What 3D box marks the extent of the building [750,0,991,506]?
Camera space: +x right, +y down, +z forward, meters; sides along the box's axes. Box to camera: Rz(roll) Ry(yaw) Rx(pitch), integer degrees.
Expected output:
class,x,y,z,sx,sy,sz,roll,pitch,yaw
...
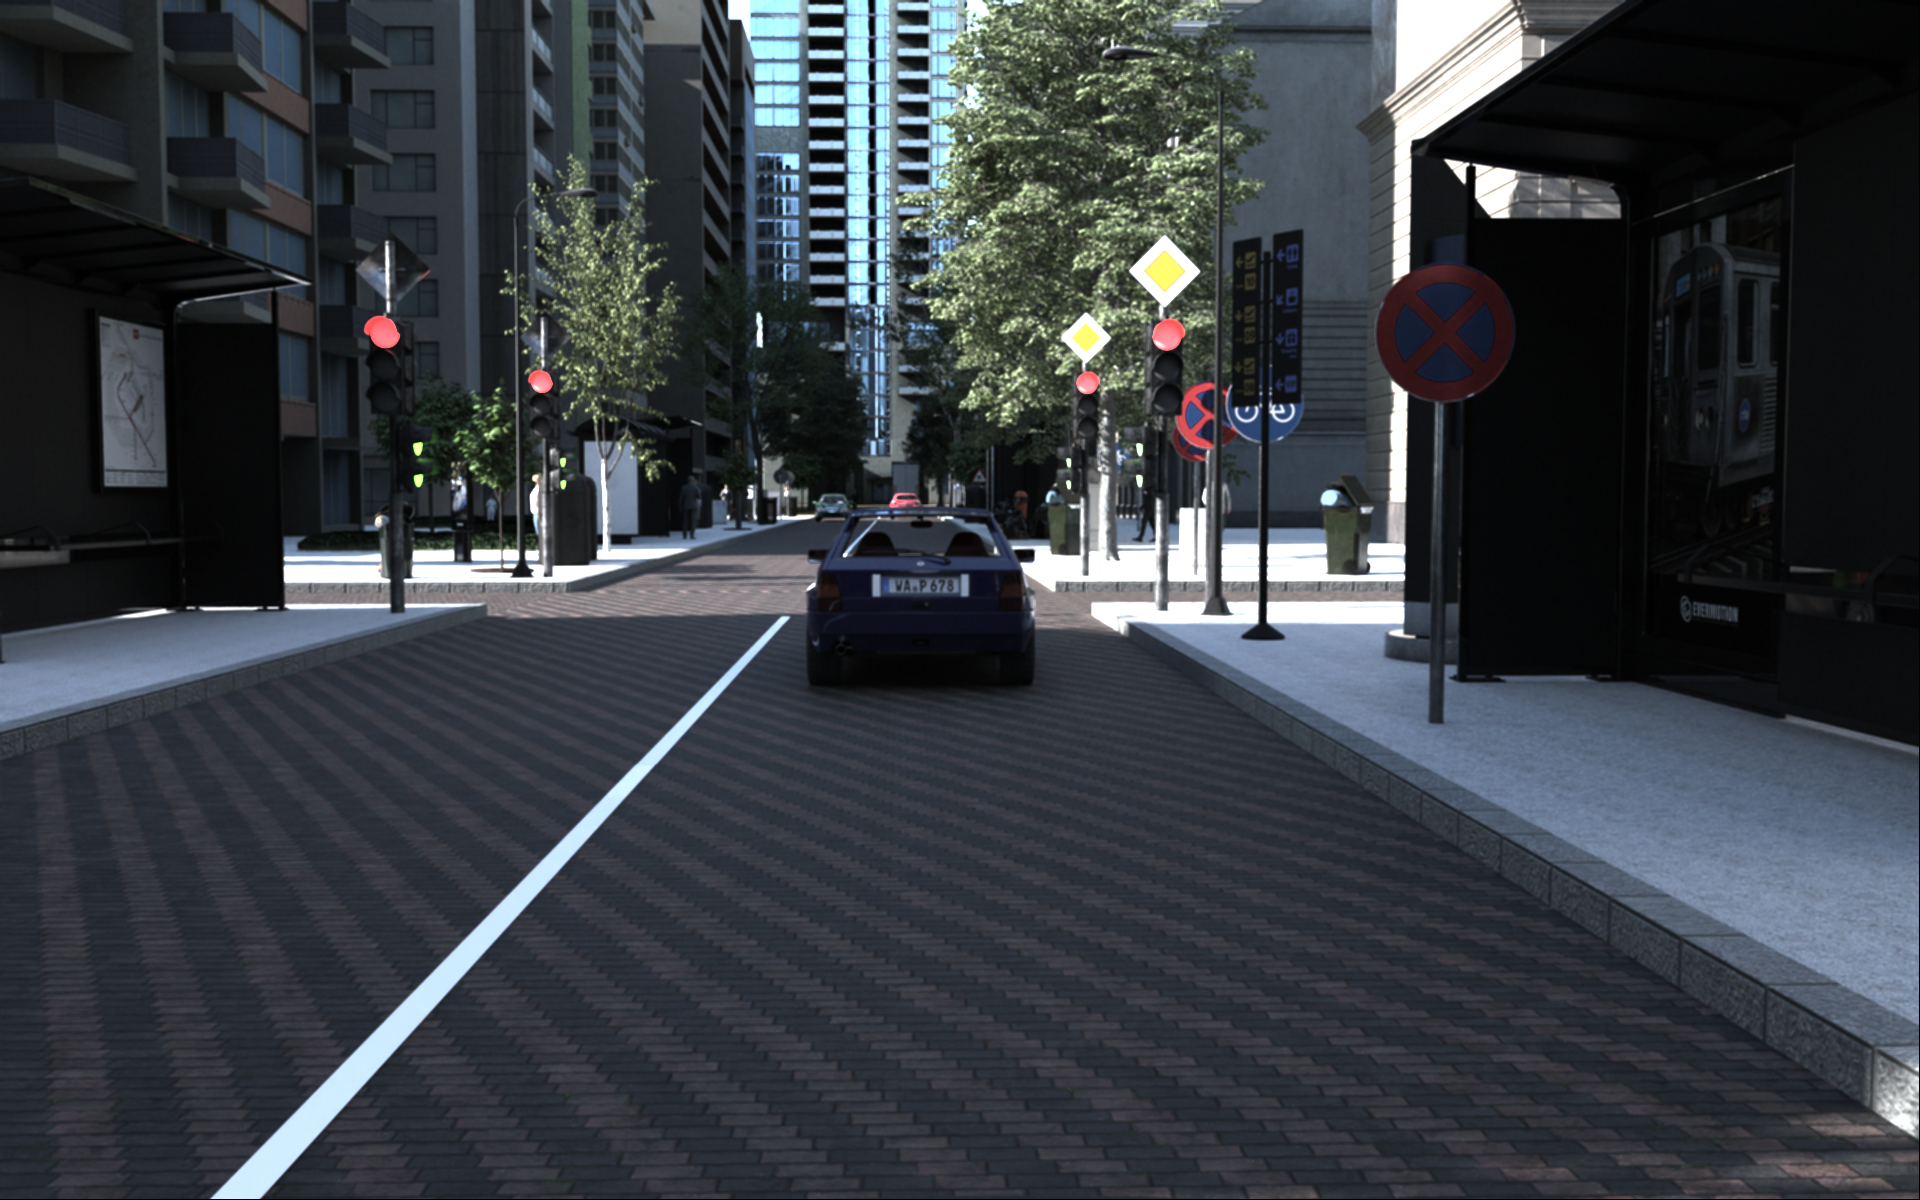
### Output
class,x,y,z,sx,sy,sz,roll,pitch,yaw
building,-12.282,-54.414,202.342,31.000,86.520,22.319,0,4,-2

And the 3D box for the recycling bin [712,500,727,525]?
class,x,y,z,sx,sy,sz,roll,pitch,yaw
recycling bin,-10.362,-3.719,73.354,0.722,1.027,0.722,3,5,40

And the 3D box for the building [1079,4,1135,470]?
class,x,y,z,sx,sy,sz,roll,pitch,yaw
building,18.442,-41.310,113.665,20.563,71.187,20.611,0,4,-2

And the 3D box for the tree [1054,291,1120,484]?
class,x,y,z,sx,sy,sz,roll,pitch,yaw
tree,6.022,-6.712,60.096,4.737,8.622,4.395,0,3,0

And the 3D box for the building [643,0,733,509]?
class,x,y,z,sx,sy,sz,roll,pitch,yaw
building,-29.617,-31.282,135.154,21.300,48.544,21.600,0,4,-2

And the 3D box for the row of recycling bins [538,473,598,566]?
class,x,y,z,sx,sy,sz,roll,pitch,yaw
row of recycling bins,-7.358,-1.548,32.424,1.069,1.692,3.534,-1,4,-9

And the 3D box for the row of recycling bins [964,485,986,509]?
class,x,y,z,sx,sy,sz,roll,pitch,yaw
row of recycling bins,1.607,-4.353,78.292,1.069,1.692,3.534,3,5,44

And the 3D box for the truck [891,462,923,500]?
class,x,y,z,sx,sy,sz,roll,pitch,yaw
truck,-4.760,-10.133,154.589,2.839,4.237,11.283,0,4,-1

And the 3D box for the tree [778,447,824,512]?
class,x,y,z,sx,sy,sz,roll,pitch,yaw
tree,-11.173,-8.447,121.819,4.285,4.588,4.351,0,3,0

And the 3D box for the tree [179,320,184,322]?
class,x,y,z,sx,sy,sz,roll,pitch,yaw
tree,-14.037,-2.884,30.863,4.285,4.588,4.351,0,3,0

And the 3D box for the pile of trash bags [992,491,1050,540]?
class,x,y,z,sx,sy,sz,roll,pitch,yaw
pile of trash bags,1.864,-2.478,50.263,1.912,1.369,3.447,0,4,-3

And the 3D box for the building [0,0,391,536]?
class,x,y,z,sx,sy,sz,roll,pitch,yaw
building,-28.818,-23.980,46.695,22.147,44.769,28.867,0,4,-2

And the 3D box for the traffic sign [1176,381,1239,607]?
class,x,y,z,sx,sy,sz,roll,pitch,yaw
traffic sign,2.815,-1.191,19.572,0.768,2.556,0.104,0,4,7

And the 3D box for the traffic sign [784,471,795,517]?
class,x,y,z,sx,sy,sz,roll,pitch,yaw
traffic sign,-9.435,-5.802,94.968,0.768,2.556,0.104,0,4,1

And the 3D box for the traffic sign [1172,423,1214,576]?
class,x,y,z,sx,sy,sz,roll,pitch,yaw
traffic sign,3.699,-1.652,27.118,0.768,2.556,0.104,0,4,7

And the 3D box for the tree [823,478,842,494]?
class,x,y,z,sx,sy,sz,roll,pitch,yaw
tree,-11.332,-9.634,152.124,1.663,3.219,1.824,0,3,0

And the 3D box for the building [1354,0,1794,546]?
class,x,y,z,sx,sy,sz,roll,pitch,yaw
building,23.178,-14.887,40.665,25.104,27.353,12.463,0,4,-2

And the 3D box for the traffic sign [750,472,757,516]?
class,x,y,z,sx,sy,sz,roll,pitch,yaw
traffic sign,-10.380,-5.312,86.852,0.884,2.594,0.081,0,4,4

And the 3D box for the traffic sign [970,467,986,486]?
class,x,y,z,sx,sy,sz,roll,pitch,yaw
traffic sign,0.942,-5.097,83.344,0.884,2.594,0.081,0,4,7

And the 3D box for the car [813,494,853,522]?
class,x,y,z,sx,sy,sz,roll,pitch,yaw
car,-6.704,-4.885,91.673,2.131,1.459,4.920,0,4,-3

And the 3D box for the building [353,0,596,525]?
class,x,y,z,sx,sy,sz,roll,pitch,yaw
building,-24.496,-24.024,76.387,14.154,41.232,14.086,0,4,-2

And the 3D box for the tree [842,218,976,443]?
class,x,y,z,sx,sy,sz,roll,pitch,yaw
tree,-1.310,-16.146,119.870,12.611,20.169,13.585,0,3,0

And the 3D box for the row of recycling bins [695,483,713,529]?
class,x,y,z,sx,sy,sz,roll,pitch,yaw
row of recycling bins,-9.948,-3.600,65.971,1.069,1.692,3.534,0,4,-6

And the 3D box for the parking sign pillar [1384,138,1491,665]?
class,x,y,z,sx,sy,sz,roll,pitch,yaw
parking sign pillar,4.077,-1.530,13.494,1.447,3.967,1.447,-2,4,-35

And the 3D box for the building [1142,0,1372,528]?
class,x,y,z,sx,sy,sz,roll,pitch,yaw
building,13.703,-13.717,73.417,9.793,20.994,18.267,0,4,-2

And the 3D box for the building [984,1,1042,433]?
class,x,y,z,sx,sy,sz,roll,pitch,yaw
building,17.319,-40.478,203.821,28.212,58.520,21.231,0,4,-2

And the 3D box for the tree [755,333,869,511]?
class,x,y,z,sx,sy,sz,roll,pitch,yaw
tree,-11.492,-13.901,133.932,9.857,13.997,8.962,0,3,0

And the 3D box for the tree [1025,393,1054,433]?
class,x,y,z,sx,sy,sz,roll,pitch,yaw
tree,5.391,-8.085,82.550,4.737,8.622,4.395,0,3,0

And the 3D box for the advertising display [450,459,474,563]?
class,x,y,z,sx,sy,sz,roll,pitch,yaw
advertising display,-9.367,-1.674,32.577,0.123,1.923,0.974,-2,4,-34

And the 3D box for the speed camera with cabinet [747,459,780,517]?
class,x,y,z,sx,sy,sz,roll,pitch,yaw
speed camera with cabinet,-11.111,-6.335,97.909,0.660,3.252,2.038,3,5,42

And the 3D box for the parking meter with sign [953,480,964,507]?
class,x,y,z,sx,sy,sz,roll,pitch,yaw
parking meter with sign,-0.115,-5.942,93.408,0.543,3.016,1.738,0,4,7

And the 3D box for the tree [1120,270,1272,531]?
class,x,y,z,sx,sy,sz,roll,pitch,yaw
tree,7.270,-6.262,52.753,4.737,8.622,4.395,0,3,0

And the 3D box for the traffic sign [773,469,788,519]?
class,x,y,z,sx,sy,sz,roll,pitch,yaw
traffic sign,-9.098,-5.375,87.988,0.768,2.556,0.104,0,4,4

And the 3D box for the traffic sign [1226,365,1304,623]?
class,x,y,z,sx,sy,sz,roll,pitch,yaw
traffic sign,3.005,-1.044,17.171,0.768,2.556,0.104,0,4,1

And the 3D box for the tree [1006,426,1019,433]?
class,x,y,z,sx,sy,sz,roll,pitch,yaw
tree,4.699,-9.194,100.689,4.737,8.622,4.395,0,3,0

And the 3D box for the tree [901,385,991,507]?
class,x,y,z,sx,sy,sz,roll,pitch,yaw
tree,-0.763,-12.821,144.041,8.767,10.594,7.601,0,4,-1

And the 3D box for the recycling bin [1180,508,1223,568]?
class,x,y,z,sx,sy,sz,roll,pitch,yaw
recycling bin,4.248,-1.099,30.523,0.722,1.027,0.722,0,4,6

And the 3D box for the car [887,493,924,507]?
class,x,y,z,sx,sy,sz,roll,pitch,yaw
car,-3.113,-5.530,99.461,2.155,1.783,4.494,0,4,-2

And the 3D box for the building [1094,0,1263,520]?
class,x,y,z,sx,sy,sz,roll,pitch,yaw
building,14.715,-18.745,92.382,13.634,28.700,20.117,0,4,-2

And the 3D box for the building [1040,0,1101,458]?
class,x,y,z,sx,sy,sz,roll,pitch,yaw
building,17.805,-31.297,135.412,21.300,48.544,21.600,0,4,-2

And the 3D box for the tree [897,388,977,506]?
class,x,y,z,sx,sy,sz,roll,pitch,yaw
tree,-1.903,-16.040,179.267,9.611,12.733,9.660,0,3,0

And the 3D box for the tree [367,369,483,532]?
class,x,y,z,sx,sy,sz,roll,pitch,yaw
tree,-13.874,-3.786,45.615,4.285,4.588,4.351,0,3,0

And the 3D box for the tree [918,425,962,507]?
class,x,y,z,sx,sy,sz,roll,pitch,yaw
tree,-1.759,-13.374,169.024,4.737,8.622,4.395,0,3,0

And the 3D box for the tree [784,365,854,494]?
class,x,y,z,sx,sy,sz,roll,pitch,yaw
tree,-10.886,-13.872,144.940,7.486,12.596,7.792,0,3,0

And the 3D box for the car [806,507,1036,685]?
class,x,y,z,sx,sy,sz,roll,pitch,yaw
car,-0.318,-0.109,14.365,1.945,1.354,3.894,0,4,-1

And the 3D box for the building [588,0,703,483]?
class,x,y,z,sx,sy,sz,roll,pitch,yaw
building,-33.661,-25.723,112.448,32.217,40.220,23.993,0,4,-2

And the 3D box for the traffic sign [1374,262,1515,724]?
class,x,y,z,sx,sy,sz,roll,pitch,yaw
traffic sign,2.669,-0.582,9.629,0.768,2.556,0.104,0,4,2

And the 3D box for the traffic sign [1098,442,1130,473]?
class,x,y,z,sx,sy,sz,roll,pitch,yaw
traffic sign,3.730,-2.563,42.015,0.768,2.556,0.104,0,4,2

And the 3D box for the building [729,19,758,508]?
class,x,y,z,sx,sy,sz,roll,pitch,yaw
building,-26.676,-31.292,161.742,14.200,45.320,14.600,0,4,-2
